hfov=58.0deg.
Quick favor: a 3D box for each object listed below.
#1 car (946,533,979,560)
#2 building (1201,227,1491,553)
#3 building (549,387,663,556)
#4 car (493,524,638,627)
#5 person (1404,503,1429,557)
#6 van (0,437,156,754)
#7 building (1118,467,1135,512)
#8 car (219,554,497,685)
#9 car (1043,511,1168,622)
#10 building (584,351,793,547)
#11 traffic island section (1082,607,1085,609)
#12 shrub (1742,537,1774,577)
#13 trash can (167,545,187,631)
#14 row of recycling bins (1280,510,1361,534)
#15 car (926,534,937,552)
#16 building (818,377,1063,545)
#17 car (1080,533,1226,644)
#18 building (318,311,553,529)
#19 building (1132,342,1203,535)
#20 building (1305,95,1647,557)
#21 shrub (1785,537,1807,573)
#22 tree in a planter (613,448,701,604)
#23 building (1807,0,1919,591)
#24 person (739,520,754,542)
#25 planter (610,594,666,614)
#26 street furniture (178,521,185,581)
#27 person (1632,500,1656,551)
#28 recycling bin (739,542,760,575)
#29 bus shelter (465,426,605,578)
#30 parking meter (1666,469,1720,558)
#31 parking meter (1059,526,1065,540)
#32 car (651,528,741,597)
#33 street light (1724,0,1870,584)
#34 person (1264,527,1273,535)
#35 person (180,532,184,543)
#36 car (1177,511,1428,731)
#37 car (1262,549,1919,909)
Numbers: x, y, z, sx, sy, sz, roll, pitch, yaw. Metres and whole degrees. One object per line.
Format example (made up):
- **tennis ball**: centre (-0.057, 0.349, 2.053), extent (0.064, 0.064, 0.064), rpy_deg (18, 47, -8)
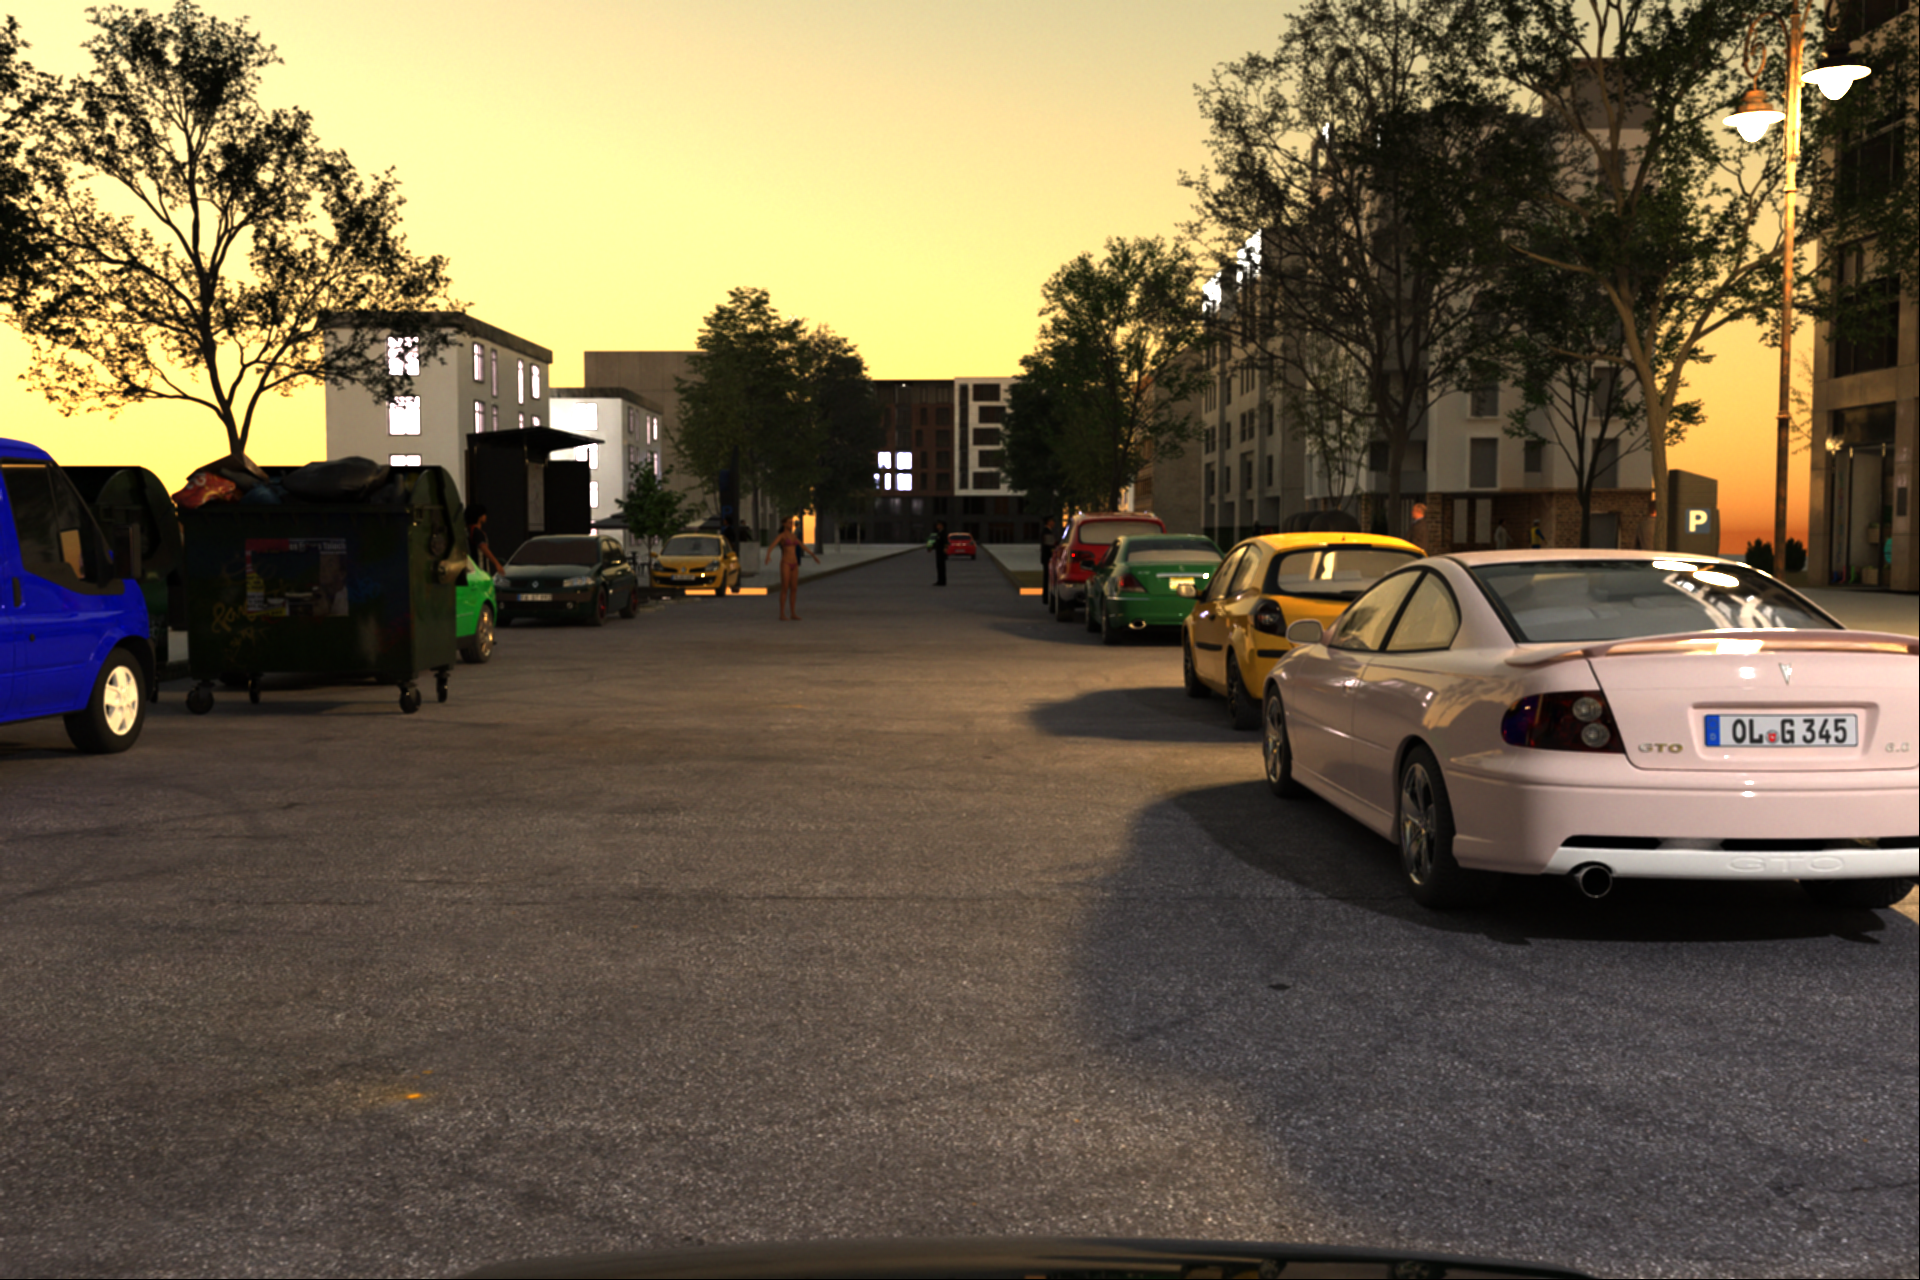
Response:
- **car**: centre (-0.014, -5.424, 97.719), extent (2.155, 1.783, 4.494), rpy_deg (0, 4, 0)
- **building**: centre (25.688, -14.803, 108.484), extent (16.747, 18.905, 31.486), rpy_deg (0, 4, 0)
- **building**: centre (-23.926, -10.463, 113.213), extent (9.099, 9.664, 28.070), rpy_deg (0, 4, -1)
- **car**: centre (-6.384, -1.119, 28.075), extent (2.009, 1.686, 4.222), rpy_deg (0, 4, 0)
- **person**: centre (7.073, -1.246, 26.967), extent (0.434, 1.755, 0.990), rpy_deg (1, 4, 23)
- **van**: centre (-6.420, -0.318, 9.583), extent (2.240, 2.365, 5.245), rpy_deg (0, 3, 0)
- **building**: centre (24.851, -16.419, 210.603), extent (9.099, 9.664, 28.070), rpy_deg (0, 3, 0)
- **car**: centre (-6.144, -0.554, 17.859), extent (1.959, 1.807, 4.718), rpy_deg (0, 4, 0)
- **car**: centre (2.597, -1.295, 29.844), extent (2.281, 1.827, 5.304), rpy_deg (0, 4, 1)
- **building**: centre (-27.757, -19.370, 183.150), extent (16.747, 18.905, 31.486), rpy_deg (0, 4, 0)
- **traffic island section**: centre (3.238, -0.678, 33.944), extent (1.991, 0.108, 1.994), rpy_deg (0, 4, 1)
- **shrub**: centre (20.873, -2.086, 45.229), extent (1.383, 1.207, 1.383), rpy_deg (0, 3, 0)
- **trash can**: centre (-10.272, -0.698, 23.059), extent (0.748, 1.137, 0.748), rpy_deg (0, 3, 0)
- **row of recycling bins**: centre (6.436, -1.479, 31.294), extent (1.069, 1.692, 3.534), rpy_deg (0, 4, 0)
- **car**: centre (-1.748, -8.030, 140.089), extent (1.959, 1.807, 4.718), rpy_deg (0, 4, 0)
- **building**: centre (-2.399, -23.952, 238.044), extent (32.646, 21.610, 27.936), rpy_deg (0, 4, 2)
- **car**: centre (2.762, -0.742, 23.937), extent (2.131, 1.459, 4.920), rpy_deg (0, 4, 0)
- **building**: centre (-23.172, -8.397, 79.438), extent (9.099, 9.664, 28.070), rpy_deg (0, 4, 1)
- **building**: centre (27.420, -20.838, 171.635), extent (19.493, 23.208, 18.063), rpy_deg (0, 3, 0)
- **building**: centre (21.563, -13.744, 81.133), extent (16.016, 20.090, 11.380), rpy_deg (0, 4, 0)
- **shrub**: centre (27.666, -2.843, 57.602), extent (1.383, 1.207, 1.383), rpy_deg (0, 3, 0)
- **tree in a planter**: centre (-6.508, -2.389, 36.276), extent (1.991, 3.239, 1.994), rpy_deg (0, 4, 0)
- **building**: centre (29.251, -13.423, 22.662), extent (19.351, 26.588, 34.151), rpy_deg (0, 4, 1)
- **person**: centre (-8.113, -3.595, 64.919), extent (0.704, 1.812, 1.346), rpy_deg (2, 4, 24)
- **planter**: centre (-6.537, -0.671, 32.110), extent (1.991, 0.319, 1.994), rpy_deg (0, 4, 1)
- **street furniture**: centre (-21.407, -2.596, 49.293), extent (9.812, 1.723, 11.010), rpy_deg (0, 4, -4)
- **person**: centre (9.827, -1.075, 24.154), extent (0.750, 1.759, 0.617), rpy_deg (0, 4, -4)
- **recycling bin**: centre (-6.731, -2.581, 54.754), extent (0.722, 1.027, 0.722), rpy_deg (0, 4, 2)
- **bus shelter**: centre (-9.884, -3.027, 40.770), extent (1.731, 3.624, 6.357), rpy_deg (0, 4, 1)
- **parking meter**: centre (6.647, -0.613, 15.731), extent (0.399, 1.863, 0.255), rpy_deg (0, 4, 0)
- **parking meter**: centre (3.216, -2.723, 52.936), extent (0.372, 1.533, 0.369), rpy_deg (0, 3, 0)
- **car**: centre (-6.224, -1.875, 40.878), extent (2.015, 1.641, 3.980), rpy_deg (0, 3, 0)
- **street light**: centre (6.741, -2.529, 14.131), extent (0.468, 5.910, 1.993), rpy_deg (0, 4, 1)
- **person**: centre (6.674, -1.705, 37.089), extent (0.599, 1.438, 0.989), rpy_deg (1, 4, 14)
- **person**: centre (-14.502, -1.547, 31.377), extent (1.344, 1.819, 0.704), rpy_deg (-1, 4, -12)
- **car**: centre (2.832, -0.234, 14.050), extent (2.015, 1.641, 3.980), rpy_deg (0, 4, 0)
- **car**: centre (2.654, 0.266, 8.013), extent (2.083, 1.381, 4.827), rpy_deg (0, 4, -1)
